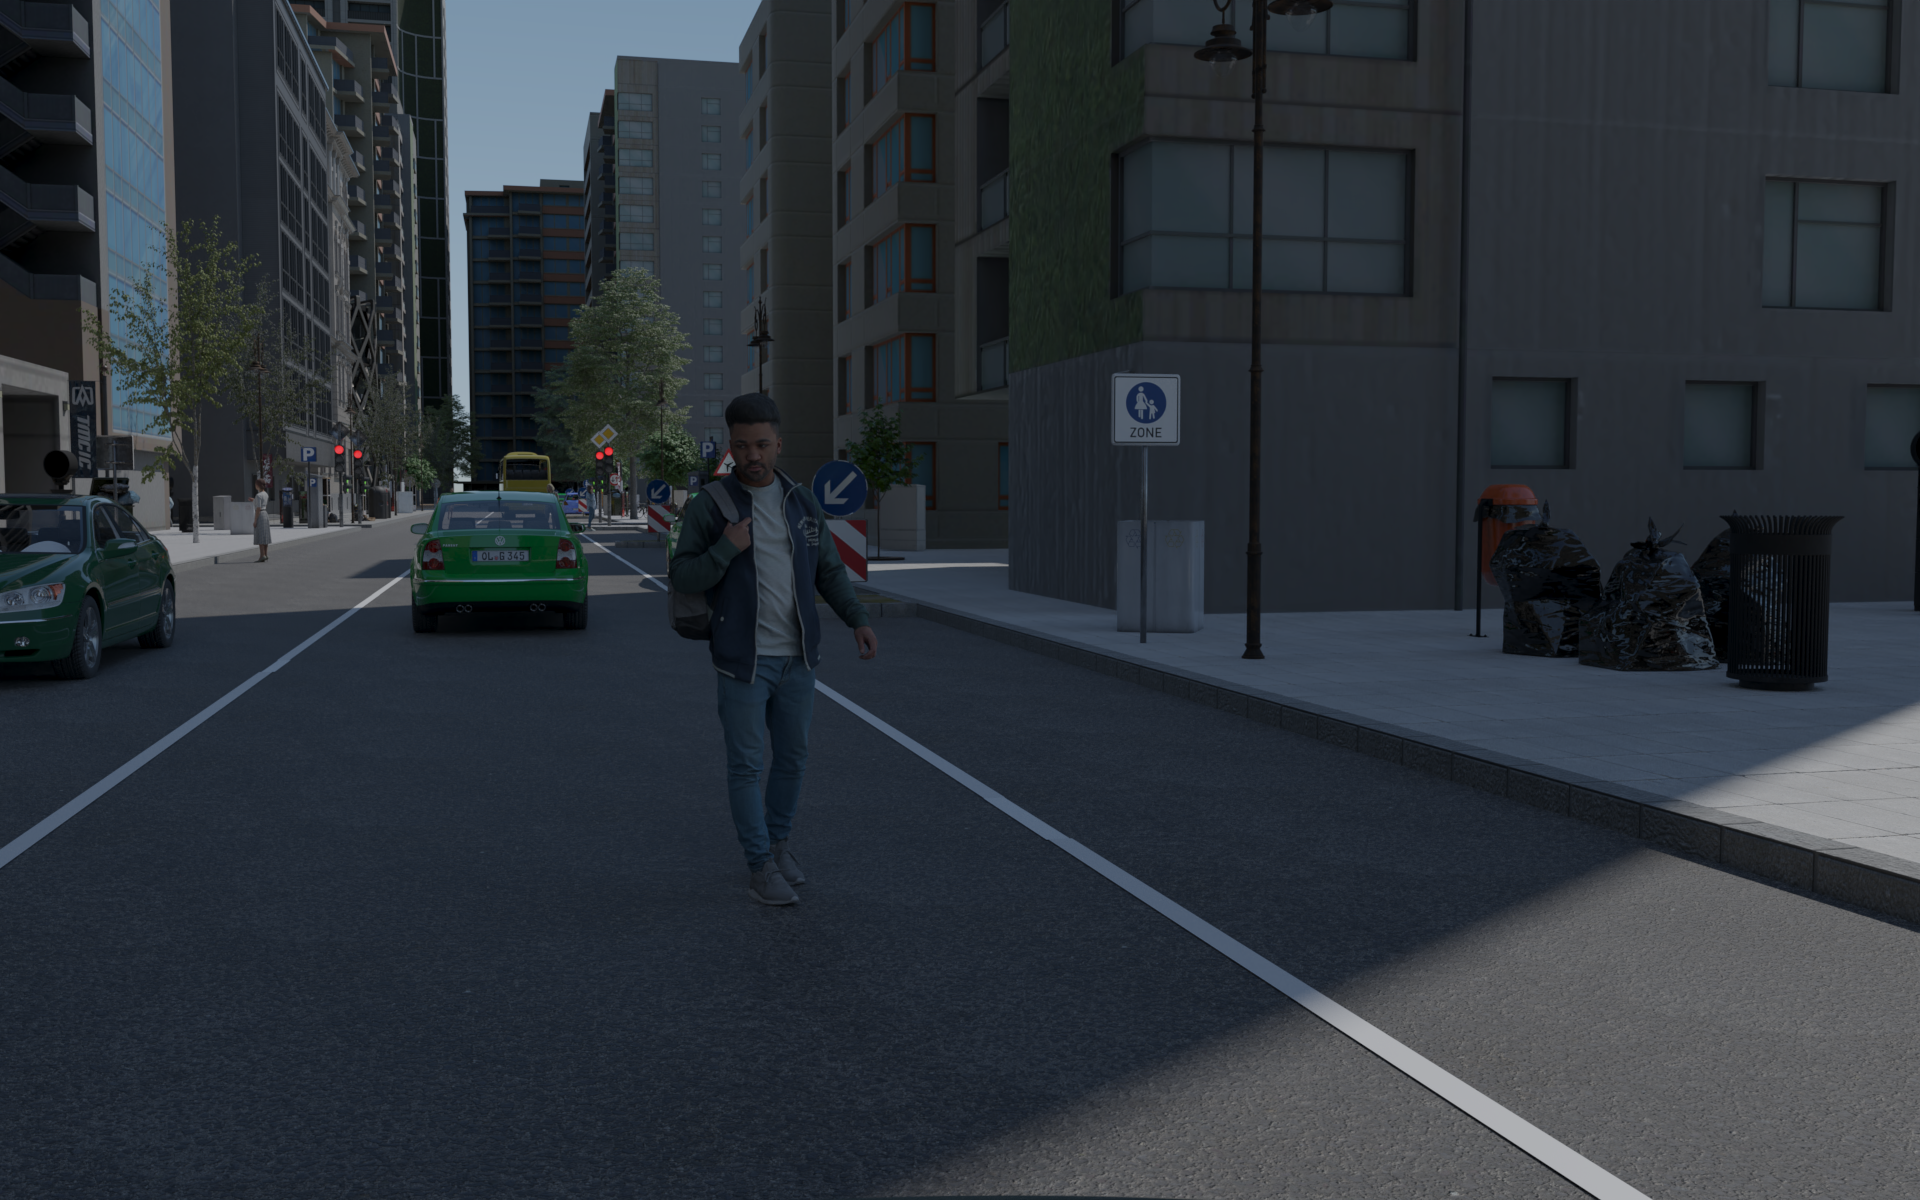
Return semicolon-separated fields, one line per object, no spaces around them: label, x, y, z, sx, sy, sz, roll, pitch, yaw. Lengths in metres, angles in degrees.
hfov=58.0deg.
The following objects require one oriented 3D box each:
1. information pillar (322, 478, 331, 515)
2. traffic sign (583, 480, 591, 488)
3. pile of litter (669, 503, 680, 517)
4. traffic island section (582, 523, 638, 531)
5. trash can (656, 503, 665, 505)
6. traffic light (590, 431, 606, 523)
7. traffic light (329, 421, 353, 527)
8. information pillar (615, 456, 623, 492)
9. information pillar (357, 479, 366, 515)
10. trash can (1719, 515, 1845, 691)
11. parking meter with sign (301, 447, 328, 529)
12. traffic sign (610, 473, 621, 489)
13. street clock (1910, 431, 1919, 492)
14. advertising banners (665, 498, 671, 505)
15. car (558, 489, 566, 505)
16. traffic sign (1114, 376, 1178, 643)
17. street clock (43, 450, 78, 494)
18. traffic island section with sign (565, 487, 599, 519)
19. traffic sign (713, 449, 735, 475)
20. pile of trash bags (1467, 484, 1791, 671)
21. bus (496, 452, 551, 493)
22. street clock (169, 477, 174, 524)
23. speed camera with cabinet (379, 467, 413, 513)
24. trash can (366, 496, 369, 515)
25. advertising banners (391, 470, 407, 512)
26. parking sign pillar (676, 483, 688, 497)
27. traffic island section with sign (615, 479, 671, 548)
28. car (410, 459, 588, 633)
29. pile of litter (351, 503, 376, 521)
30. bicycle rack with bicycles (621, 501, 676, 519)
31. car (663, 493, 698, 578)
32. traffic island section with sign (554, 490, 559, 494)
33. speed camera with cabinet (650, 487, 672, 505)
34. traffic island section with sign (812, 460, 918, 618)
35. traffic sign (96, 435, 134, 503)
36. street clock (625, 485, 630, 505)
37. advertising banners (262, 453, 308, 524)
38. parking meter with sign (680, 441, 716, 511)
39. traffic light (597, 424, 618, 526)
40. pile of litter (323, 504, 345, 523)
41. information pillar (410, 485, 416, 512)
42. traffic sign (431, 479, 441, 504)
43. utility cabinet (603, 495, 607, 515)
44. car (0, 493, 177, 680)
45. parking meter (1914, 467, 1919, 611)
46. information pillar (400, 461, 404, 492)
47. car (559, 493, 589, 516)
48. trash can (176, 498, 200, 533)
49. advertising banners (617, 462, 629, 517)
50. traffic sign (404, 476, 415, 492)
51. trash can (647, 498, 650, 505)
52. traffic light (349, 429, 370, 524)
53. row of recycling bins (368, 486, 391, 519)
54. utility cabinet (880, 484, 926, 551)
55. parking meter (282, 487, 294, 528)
information pillar;-28.797;-4.538;78.686;0.304;2.012;0.304;0;4;6
traffic sign;-31.815;-9.049;148.061;0.768;2.556;0.104;-1;4;-10
pile of litter;-15.904;-5.033;96.260;1.719;0.858;1.176;1;4;9
traffic island section;-14.017;-2.879;69.357;2.009;0.180;2.903;-1;4;-14
trash can;-20.987;-6.708;121.321;0.748;1.137;0.748;0;3;0
traffic light;-16.030;-5.385;76.971;0.839;4.253;0.868;-1;4;-14
traffic light;-23.854;-4.759;66.730;0.839;4.253;0.868;-1;4;-14
information pillar;-21.186;-7.105;107.518;0.504;3.616;0.183;2;4;24
information pillar;-29.773;-4.996;86.184;0.304;2.012;0.304;0;4;5
trash can;5.414;0.012;11.452;0.748;1.137;0.748;0;3;0
parking meter with sign;-24.140;-4.196;64.865;0.543;3.016;1.738;0;4;-6
traffic sign;-20.910;-6.415;104.994;0.768;2.556;0.104;0;4;-7
street clock;10.302;-0.840;18.302;0.471;2.002;0.358;1;4;18
advertising banners;-24.209;-9.082;144.681;2.074;3.025;0.090;2;4;34
car;-31.564;-7.851;137.165;1.959;1.807;4.718;-1;4;-14
traffic sign;1.577;-0.778;14.842;0.606;2.300;0.079;-1;4;-12
street clock;-14.797;-1.466;28.538;0.471;2.002;0.358;0;4;7
traffic island section with sign;-22.108;-5.654;101.073;1.989;1.847;2.006;-1;4;-14
traffic sign;-6.600;-3.027;49.495;0.884;2.594;0.081;-1;4;-10
pile of trash bags;5.221;-0.275;14.241;1.912;1.369;3.447;-1;4;-13
bus;-25.451;-6.691;100.951;2.896;3.916;12.252;-1;4;-16
street clock;-33.673;-4.235;73.809;0.358;2.002;0.471;-3;5;-41
speed camera with cabinet;-37.515;-7.392;115.194;2.038;3.252;0.660;-2;4;-32
trash can;-37.249;-5.927;108.555;0.748;1.137;0.748;0;3;0
advertising banners;-41.304;-7.950;126.177;2.074;3.025;0.090;0;4;-1
parking sign pillar;-19.550;-8.171;122.066;1.447;3.967;1.447;1;4;23
traffic island section with sign;-8.354;-2.350;47.057;1.989;1.847;2.006;-1;4;-14
car;-5.164;-0.650;19.419;1.959;1.807;4.718;-1;4;-15
pile of litter;-28.387;-4.184;82.366;1.176;0.858;1.719;-1;4;-16
bicycle rack with bicycles;-16.505;-4.736;90.810;2.852;0.926;2.925;-2;4;-32
car;-3.813;-1.191;28.268;1.959;1.807;4.718;-1;4;-13
traffic island section with sign;-28.833;-7.272;127.519;1.989;1.847;2.006;-1;4;-14
speed camera with cabinet;-21.868;-8.092;126.643;0.660;3.252;2.038;-3;5;-44
traffic island section with sign;-1.687;-0.753;20.936;1.989;1.847;2.006;-1;4;-14
traffic sign;-14.727;-1.718;30.213;0.606;2.300;0.079;0;4;-8
street clock;-25.874;-7.960;134.709;0.471;2.002;0.358;3;4;38
advertising banners;-29.148;-4.814;74.893;2.074;3.025;0.090;-1;4;-20
parking meter with sign;-8.589;-3.693;56.635;0.543;3.016;1.738;1;4;18
traffic light;-14.058;-4.912;69.233;0.839;4.253;0.868;-1;4;-14
pile of litter;-28.412;-3.877;77.348;1.719;0.858;1.176;0;4;-1
information pillar;-40.260;-7.523;127.494;0.304;2.012;0.304;2;4;34
traffic sign;-44.675;-9.025;147.670;0.768;2.556;0.104;-1;4;-13
utility cabinet;-20.843;-5.668;103.838;1.020;1.237;0.306;0;4;7
car;-7.962;-0.175;14.656;2.131;1.459;4.920;-1;4;-13
parking meter;10.645;-0.808;18.918;0.399;1.863;0.255;-3;5;-40
information pillar;-38.292;-7.803;118.941;0.183;3.616;0.504;0;4;0
car;-23.503;-5.891;105.905;1.945;1.707;3.694;-1;4;-15
trash can;-25.659;-2.810;57.603;0.748;1.137;0.748;0;3;0
advertising banners;-18.667;-6.101;95.933;0.090;3.025;2.074;0;4;6
traffic sign;-39.161;-7.532;123.259;0.768;2.556;0.104;0;4;-6
trash can;-25.739;-8.111;144.260;0.748;1.137;0.748;0;3;0
traffic light;-25.825;-5.232;74.469;0.839;4.253;0.868;-1;4;-14
row of recycling bins;-30.333;-5.097;90.442;1.069;1.692;3.534;-1;4;-14
utility cabinet;-1.287;-1.864;39.160;1.173;1.500;0.318;3;5;44
parking meter;-25.519;-3.508;65.760;0.372;1.533;0.369;0;3;0
